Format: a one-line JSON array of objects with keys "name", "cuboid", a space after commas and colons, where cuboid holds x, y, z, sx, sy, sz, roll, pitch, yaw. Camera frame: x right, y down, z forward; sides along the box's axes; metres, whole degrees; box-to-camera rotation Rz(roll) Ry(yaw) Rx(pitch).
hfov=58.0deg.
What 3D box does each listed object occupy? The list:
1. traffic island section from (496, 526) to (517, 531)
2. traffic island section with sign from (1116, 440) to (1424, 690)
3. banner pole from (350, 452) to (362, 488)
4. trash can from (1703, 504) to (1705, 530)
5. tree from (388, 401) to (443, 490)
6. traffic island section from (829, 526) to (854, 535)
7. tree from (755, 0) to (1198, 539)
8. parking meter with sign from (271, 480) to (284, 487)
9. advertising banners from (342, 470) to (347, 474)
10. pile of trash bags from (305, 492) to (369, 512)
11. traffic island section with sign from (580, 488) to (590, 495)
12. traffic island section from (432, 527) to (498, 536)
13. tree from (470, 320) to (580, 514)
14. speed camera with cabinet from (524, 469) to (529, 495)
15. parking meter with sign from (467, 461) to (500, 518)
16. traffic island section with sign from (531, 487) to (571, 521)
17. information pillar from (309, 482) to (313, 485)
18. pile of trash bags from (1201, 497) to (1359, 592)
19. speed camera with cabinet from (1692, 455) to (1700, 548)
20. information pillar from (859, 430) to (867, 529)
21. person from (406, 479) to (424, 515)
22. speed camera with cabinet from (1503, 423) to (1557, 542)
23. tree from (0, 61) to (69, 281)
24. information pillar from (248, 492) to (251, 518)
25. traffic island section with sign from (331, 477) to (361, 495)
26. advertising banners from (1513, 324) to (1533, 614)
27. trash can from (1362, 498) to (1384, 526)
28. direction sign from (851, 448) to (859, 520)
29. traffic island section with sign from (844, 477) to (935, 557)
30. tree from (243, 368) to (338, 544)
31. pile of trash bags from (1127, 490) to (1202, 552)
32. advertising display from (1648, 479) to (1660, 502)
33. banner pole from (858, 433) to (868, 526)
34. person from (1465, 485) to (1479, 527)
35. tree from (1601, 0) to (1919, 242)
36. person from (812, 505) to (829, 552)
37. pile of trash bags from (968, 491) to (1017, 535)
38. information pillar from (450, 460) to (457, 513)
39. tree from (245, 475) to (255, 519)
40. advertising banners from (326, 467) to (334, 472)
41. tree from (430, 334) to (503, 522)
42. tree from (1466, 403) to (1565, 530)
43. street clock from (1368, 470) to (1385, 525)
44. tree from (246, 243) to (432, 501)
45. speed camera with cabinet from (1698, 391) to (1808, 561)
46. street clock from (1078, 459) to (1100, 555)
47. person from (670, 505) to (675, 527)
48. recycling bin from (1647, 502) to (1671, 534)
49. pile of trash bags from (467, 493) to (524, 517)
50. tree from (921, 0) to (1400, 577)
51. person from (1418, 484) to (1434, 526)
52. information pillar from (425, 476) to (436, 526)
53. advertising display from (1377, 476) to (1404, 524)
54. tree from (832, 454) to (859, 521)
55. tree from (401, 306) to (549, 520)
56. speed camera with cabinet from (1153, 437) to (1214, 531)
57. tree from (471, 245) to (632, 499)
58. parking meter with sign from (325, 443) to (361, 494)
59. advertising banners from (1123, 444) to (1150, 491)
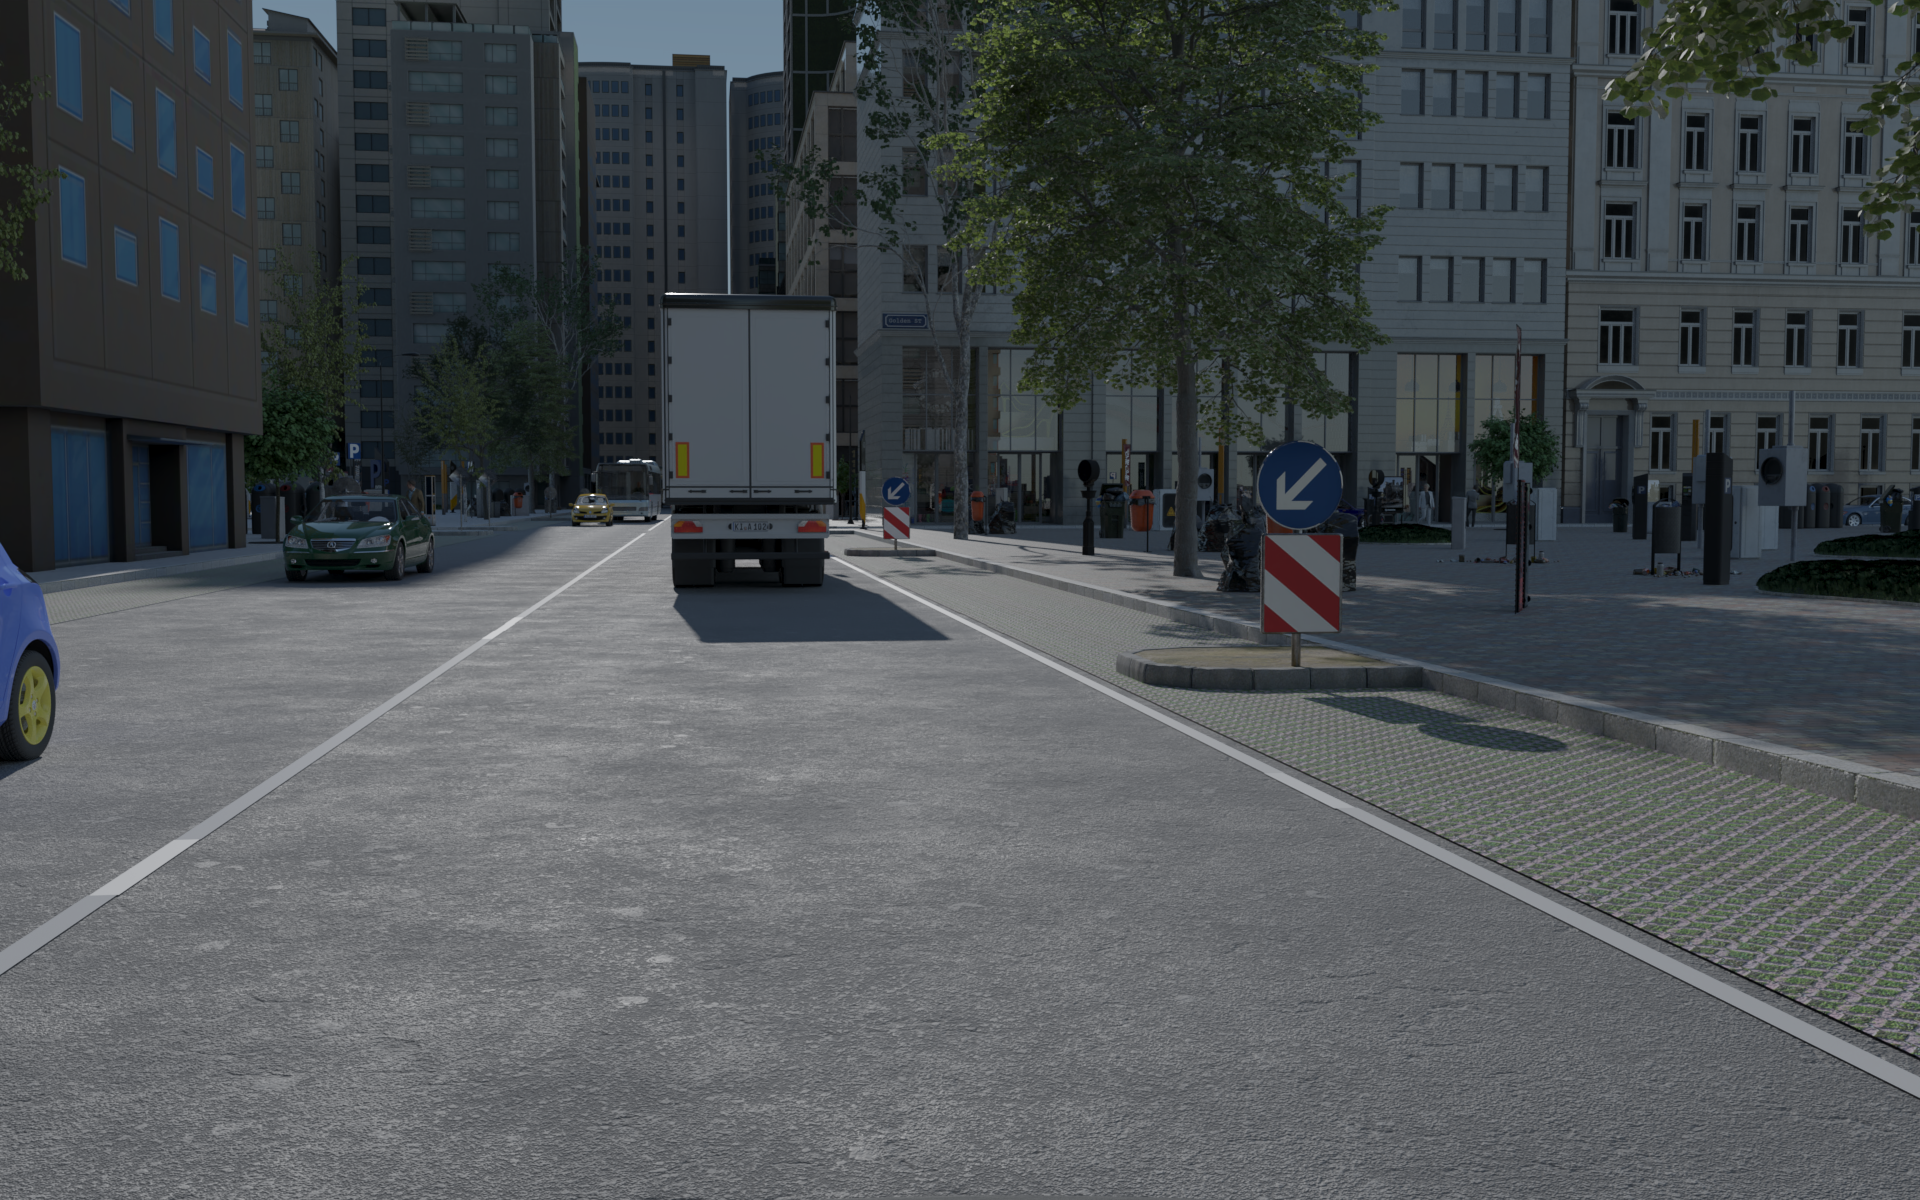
[{"name": "traffic island section", "cuboid": [-18.597, -2.819, 68.373, 2.009, 0.180, 2.903, -1, 4, -8]}, {"name": "traffic island section with sign", "cuboid": [2.297, -0.301, 13.549, 1.989, 1.847, 2.006, -1, 4, -8]}, {"name": "banner pole", "cuboid": [-31.381, -6.105, 89.839, 0.863, 3.779, 0.401, 1, 4, 12]}, {"name": "trash can", "cuboid": [25.747, -2.916, 59.334, 0.748, 1.137, 0.748, 0, 3, 0]}, {"name": "tree", "cuboid": [-42.251, -11.219, 133.797, 4.360, 8.622, 3.978, 0, 3, 0]}, {"name": "traffic island section", "cuboid": [-4.921, -2.448, 62.314, 2.009, 0.180, 2.903, -1, 4, -8]}, {"name": "tree", "cuboid": [0.506, -11.881, 50.140, 12.611, 20.169, 13.585, 0, 3, 0]}, {"name": "parking meter with sign", "cuboid": [-35.614, -5.757, 90.393, 0.543, 3.016, 1.738, 3, 5, 40]}, {"name": "advertising banners", "cuboid": [-44.874, -7.889, 125.178, 0.090, 3.025, 2.074, 0, 4, -3]}, {"name": "pile of trash bags", "cuboid": [-27.631, -4.066, 76.239, 3.447, 1.369, 1.912, 0, 4, 0]}, {"name": "traffic island section with sign", "cuboid": [-25.861, -6.791, 119.664, 1.989, 1.847, 2.006, -1, 4, -8]}, {"name": "traffic island section", "cuboid": [-17.428, -2.336, 60.473, 2.009, 0.180, 2.903, -1, 4, -8]}, {"name": "tree", "cuboid": [-28.400, -11.917, 112.965, 7.486, 12.596, 7.792, 0, 3, 0]}, {"name": "speed camera with cabinet", "cuboid": [-35.306, -8.849, 139.021, 2.038, 3.252, 0.660, 0, 4, -6]}, {"name": "parking meter with sign", "cuboid": [-25.557, -5.919, 93.035, 0.543, 3.016, 1.738, 3, 5, 39]}, {"name": "traffic island section with sign", "cuboid": [-21.883, -5.146, 92.759, 1.989, 1.847, 2.006, -1, 4, -8]}, {"name": "information pillar", "cuboid": [-38.449, -6.018, 102.894, 0.304, 2.012, 0.304, 0, 4, -5]}, {"name": "pile of trash bags", "cuboid": [4.291, -0.800, 22.833, 1.912, 1.369, 3.447, 1, 4, 12]}, {"name": "speed camera with cabinet", "cuboid": [17.922, -2.794, 40.018, 0.660, 3.252, 2.038, -1, 4, -23]}, {"name": "information pillar", "cuboid": [-3.541, -4.380, 62.961, 0.183, 3.616, 0.504, 1, 4, 13]}, {"name": "person", "cuboid": [-15.032, -2.396, 47.589, 0.656, 1.842, 0.836, -1, 4, -10]}, {"name": "speed camera with cabinet", "cuboid": [15.703, -3.265, 47.726, 0.660, 3.252, 2.038, -1, 4, -10]}, {"name": "tree", "cuboid": [-15.407, -4.587, 25.368, 4.737, 8.622, 4.395, 0, 3, 0]}, {"name": "information pillar", "cuboid": [-39.071, -6.321, 94.705, 0.504, 3.616, 0.183, -1, 4, -16]}, {"name": "traffic island section with sign", "cuboid": [-13.986, -1.880, 39.368, 1.989, 1.847, 2.006, -1, 4, -8]}, {"name": "advertising banners", "cuboid": [6.121, -1.387, 18.866, 0.090, 3.025, 2.074, 1, 4, 23]}, {"name": "trash can", "cuboid": [14.626, -3.041, 61.376, 0.748, 1.137, 0.748, 0, 3, 0]}, {"name": "direction sign", "cuboid": [-5.125, -5.715, 85.443, 0.379, 3.537, 0.876, 2, 4, 27]}, {"name": "traffic island section with sign", "cuboid": [-1.679, -1.940, 40.354, 1.989, 1.847, 2.006, -1, 4, -8]}, {"name": "tree", "cuboid": [-17.837, -3.754, 45.086, 4.285, 4.588, 4.351, 0, 3, 0]}, {"name": "pile of trash bags", "cuboid": [5.330, -1.785, 38.943, 3.447, 1.369, 1.912, -2, 4, -24]}, {"name": "advertising display", "cuboid": [29.926, -4.264, 74.928, 0.974, 1.923, 0.123, -2, 4, -35]}, {"name": "banner pole", "cuboid": [-3.913, -4.926, 70.555, 0.401, 3.779, 0.863, 0, 4, 7]}, {"name": "person", "cuboid": [20.029, -3.618, 67.832, 0.592, 1.802, 0.473, 1, 4, 20]}, {"name": "tree", "cuboid": [5.578, -5.499, 8.029, 7.486, 12.596, 7.792, 0, 3, 0]}, {"name": "person", "cuboid": [-3.575, -2.064, 42.347, 0.635, 1.810, 0.391, 2, 4, 26]}, {"name": "pile of trash bags", "cuboid": [0.804, -2.801, 55.545, 1.912, 1.369, 3.447, 1, 4, 9]}, {"name": "information pillar", "cuboid": [-34.627, -7.769, 118.369, 0.183, 3.616, 0.504, 3, 5, 39]}, {"name": "tree", "cuboid": [-35.926, -5.726, 88.214, 1.663, 3.219, 1.824, 0, 3, 0]}, {"name": "advertising banners", "cuboid": [-41.381, -7.071, 111.795, 2.074, 3.025, 0.090, 0, 4, 6]}, {"name": "tree", "cuboid": [-22.714, -7.863, 78.923, 4.737, 8.622, 4.395, 0, 3, 0]}, {"name": "tree", "cuboid": [19.851, -4.784, 61.931, 4.285, 4.588, 4.351, 0, 3, 0]}, {"name": "street clock", "cuboid": [12.323, -2.857, 51.284, 0.358, 2.002, 0.471, -2, 4, -26]}, {"name": "tree", "cuboid": [-18.794, -6.114, 50.322, 4.737, 8.622, 4.395, 0, 3, 0]}, {"name": "speed camera with cabinet", "cuboid": [15.515, -2.415, 33.817, 0.660, 3.252, 2.038, -1, 4, -20]}, {"name": "street clock", "cuboid": [2.695, -1.941, 36.306, 0.358, 2.002, 0.471, -2, 4, -35]}, {"name": "person", "cuboid": [-12.392, -4.108, 75.894, 0.641, 1.798, 0.478, -1, 4, -14]}, {"name": "recycling bin", "cuboid": [22.653, -2.669, 56.189, 0.722, 1.027, 0.722, 1, 4, 17]}, {"name": "pile of trash bags", "cuboid": [-26.529, -5.489, 99.489, 1.912, 1.369, 3.447, 3, 4, 37]}, {"name": "tree", "cuboid": [3.144, -6.638, 26.662, 7.486, 12.596, 7.792, 0, 3, 0]}, {"name": "person", "cuboid": [18.398, -3.677, 68.499, 0.514, 1.842, 0.818, -2, 4, -26]}, {"name": "information pillar", "cuboid": [-21.230, -3.972, 69.434, 0.304, 2.012, 0.304, 0, 4, 5]}, {"name": "advertising display", "cuboid": [15.447, -3.489, 62.257, 0.974, 1.923, 0.123, 1, 4, 9]}, {"name": "tree", "cuboid": [-5.546, -5.433, 83.431, 1.663, 3.219, 1.824, 0, 3, 0]}, {"name": "tree", "cuboid": [-24.062, -9.300, 86.473, 7.601, 10.594, 8.767, 0, 4, -4]}, {"name": "speed camera with cabinet", "cuboid": [7.737, -4.014, 59.966, 2.038, 3.252, 0.660, -1, 4, -16]}, {"name": "tree", "cuboid": [-29.138, -16.745, 129.672, 12.611, 20.169, 13.585, 0, 3, 0]}, {"name": "parking meter with sign", "cuboid": [-21.419, -3.870, 59.542, 1.738, 3.016, 0.543, 2, 4, 28]}, {"name": "advertising banners", "cuboid": [6.244, -3.972, 61.122, 0.090, 3.025, 2.074, 2, 4, 34]}]
